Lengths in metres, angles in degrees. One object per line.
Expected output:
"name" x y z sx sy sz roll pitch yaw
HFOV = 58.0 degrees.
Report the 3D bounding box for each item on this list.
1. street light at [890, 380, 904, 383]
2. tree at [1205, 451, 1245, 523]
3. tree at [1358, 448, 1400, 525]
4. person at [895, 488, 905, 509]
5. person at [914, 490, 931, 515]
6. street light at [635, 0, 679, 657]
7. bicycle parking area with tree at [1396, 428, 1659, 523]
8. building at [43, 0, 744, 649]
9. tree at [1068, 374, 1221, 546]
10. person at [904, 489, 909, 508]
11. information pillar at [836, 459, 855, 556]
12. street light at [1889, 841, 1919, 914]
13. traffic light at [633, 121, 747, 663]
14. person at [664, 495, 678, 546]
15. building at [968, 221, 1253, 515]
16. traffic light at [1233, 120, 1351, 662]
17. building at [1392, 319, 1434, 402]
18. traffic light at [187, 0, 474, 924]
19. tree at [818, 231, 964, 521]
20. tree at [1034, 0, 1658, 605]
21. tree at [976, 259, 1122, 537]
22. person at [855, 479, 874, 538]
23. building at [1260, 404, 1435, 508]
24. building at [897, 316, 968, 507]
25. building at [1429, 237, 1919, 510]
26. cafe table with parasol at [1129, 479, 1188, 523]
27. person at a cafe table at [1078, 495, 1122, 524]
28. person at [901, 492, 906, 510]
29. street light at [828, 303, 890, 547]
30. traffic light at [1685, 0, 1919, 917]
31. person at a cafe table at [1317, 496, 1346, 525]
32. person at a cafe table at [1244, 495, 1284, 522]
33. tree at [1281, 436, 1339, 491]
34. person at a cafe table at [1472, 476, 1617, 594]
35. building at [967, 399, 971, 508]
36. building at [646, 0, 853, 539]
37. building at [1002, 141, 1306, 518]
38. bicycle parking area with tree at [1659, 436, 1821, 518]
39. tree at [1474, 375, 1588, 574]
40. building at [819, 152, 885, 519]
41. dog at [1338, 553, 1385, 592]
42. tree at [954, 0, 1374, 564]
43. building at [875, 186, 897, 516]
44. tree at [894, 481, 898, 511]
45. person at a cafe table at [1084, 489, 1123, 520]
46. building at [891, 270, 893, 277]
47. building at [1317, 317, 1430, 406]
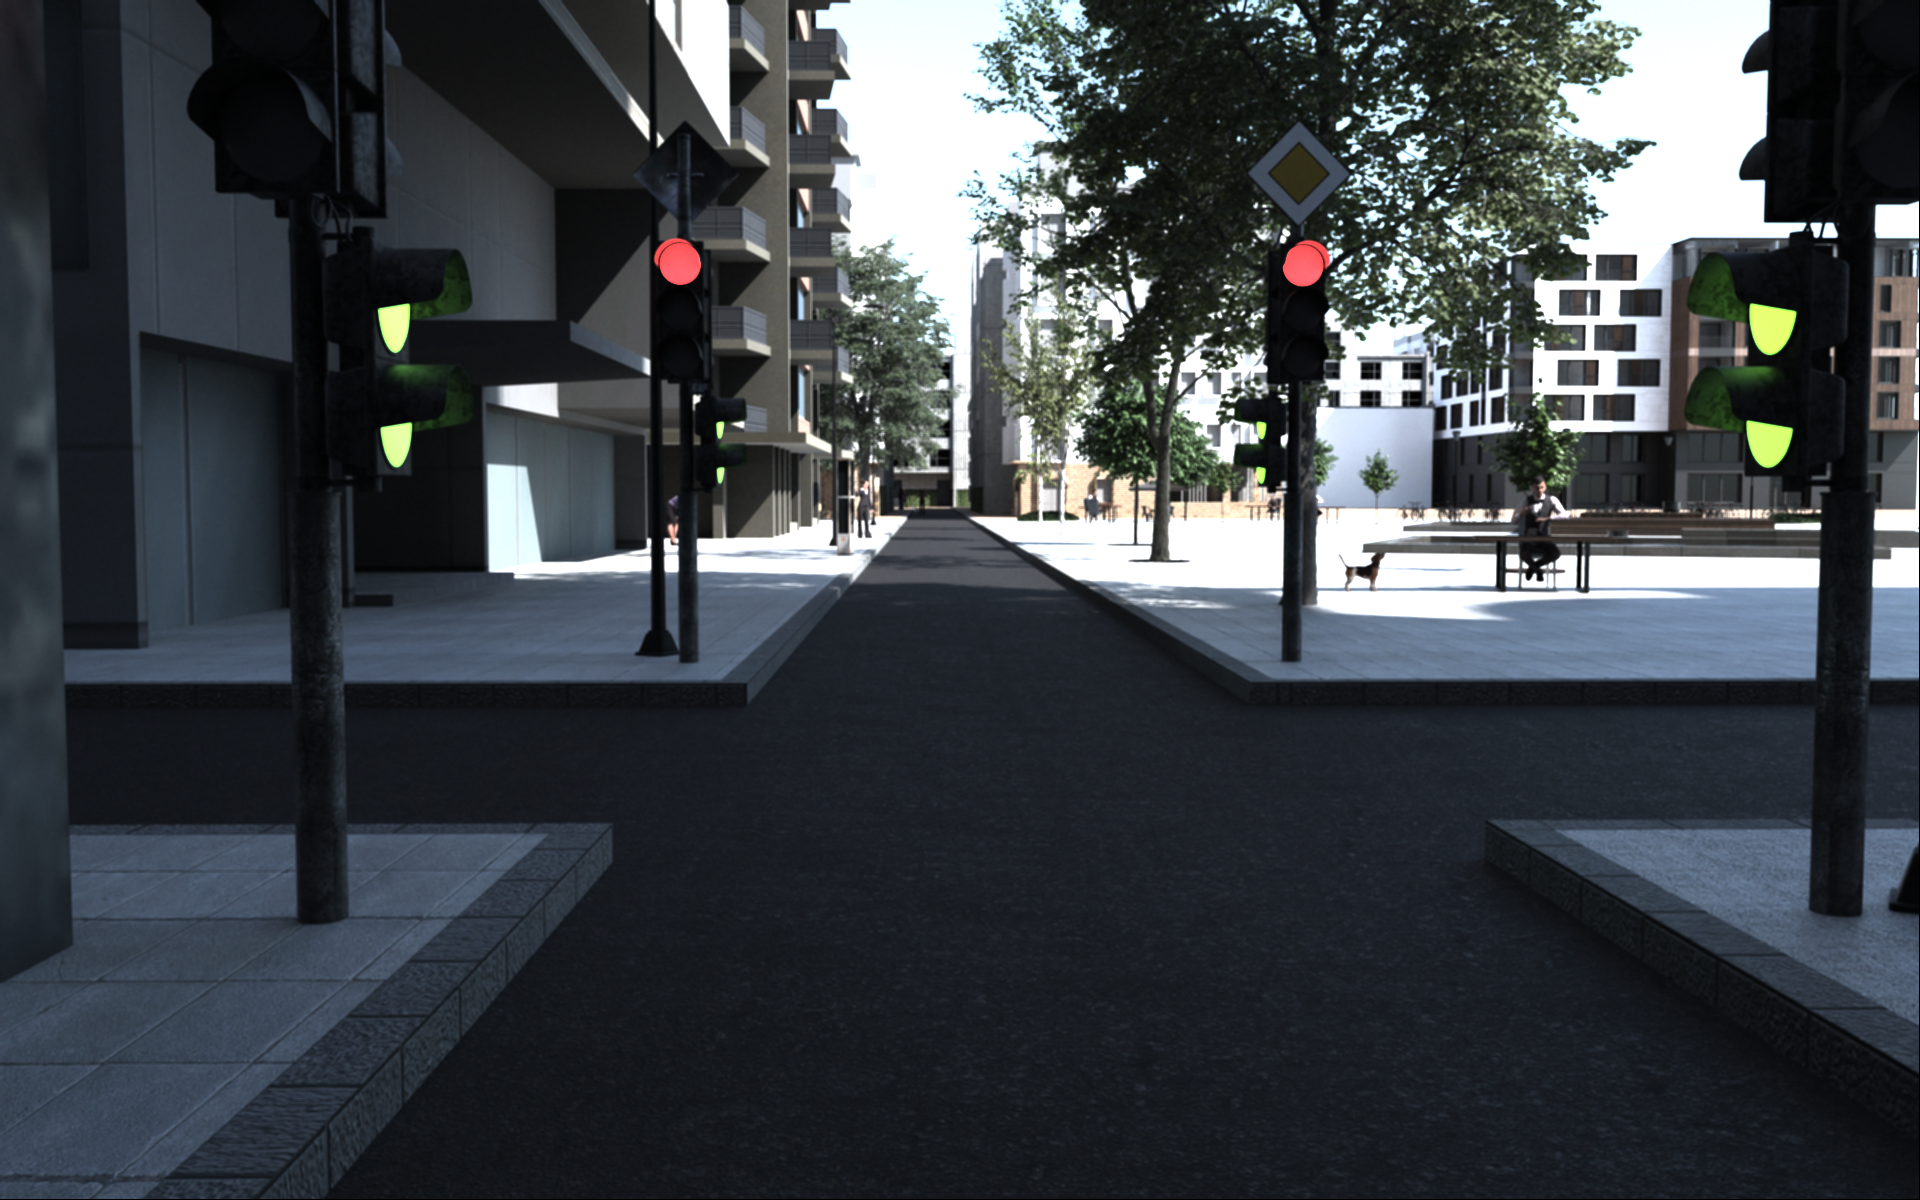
"street light" -2.979 -5.984 70.372 1.470 5.913 1.316 0 4 -1
"tree" 11.869 -5.061 77.349 1.663 3.219 1.824 0 3 0
"tree" 17.676 -4.785 72.830 1.663 3.219 1.824 0 3 0
"person" -4.974 -8.474 144.605 0.705 1.822 1.348 2 4 32
"person" -2.584 -6.693 118.652 1.217 1.743 0.721 -1 4 -12
"street light" -1.867 -2.515 13.668 1.470 5.913 1.316 0 4 -1
"bicycle parking area with tree" 24.555 -5.509 77.077 9.016 4.147 8.231 -2 4 -33
"building" -18.089 -26.637 24.751 28.713 52.752 27.495 0 4 -1
"tree" 4.429 -3.632 43.096 4.285 4.588 4.351 0 3 0
"person" -5.041 -9.209 157.166 0.990 1.755 0.434 1 4 19
"information pillar" -2.387 -1.936 36.151 0.304 2.012 0.304 1 4 15
"street light" 2.506 -1.997 5.195 1.470 5.913 1.316 0 4 -1
"traffic light" -2.051 -1.479 13.097 0.839 4.253 0.868 0 4 -1
"person" -6.995 -2.059 42.941 0.697 1.427 0.421 0 4 8
"building" 9.488 -15.547 120.656 16.747 18.905 31.486 0 4 -1
"traffic light" 2.529 -1.485 13.195 0.839 4.253 0.868 0 4 -1
"building" 52.726 -19.882 181.487 11.380 20.091 16.016 0 4 -1
"traffic light" -1.907 -0.990 5.113 0.839 4.253 0.868 0 4 -1
"tree" -4.692 -10.796 83.173 9.857 13.997 8.962 0 3 0
"tree" 4.339 -6.230 19.995 7.486 12.596 7.792 0 3 0
"tree" 2.900 -6.227 52.181 4.737 8.622 4.395 0 3 0
"person" -2.789 -2.626 49.779 0.445 1.727 0.742 1 4 20
"building" 29.932 -13.389 161.052 28.070 9.664 9.099 0 4 -1
"building" -0.516 -19.226 180.800 31.486 18.905 16.747 0 4 -1
"building" 61.285 -18.830 151.839 32.646 21.610 27.936 0 4 -1
"cafe table with parasol" 8.911 -4.464 77.860 2.610 1.966 2.610 1 4 14
"person at a cafe table" 5.900 -3.875 74.217 1.698 1.238 1.726 1 4 19
"person" -4.535 -7.977 139.688 0.599 1.433 0.991 -1 4 -15
"street light" -2.531 -4.268 42.324 1.470 5.913 1.316 0 4 -1
"traffic light" 2.674 -0.996 5.211 0.839 4.253 0.868 0 4 -1
"person at a cafe table" 15.189 -3.974 73.492 1.698 1.524 1.622 -1 4 -23
"person at a cafe table" 14.498 -4.309 81.312 1.698 1.238 1.726 3 4 37
"tree" 17.359 -6.326 87.147 4.285 4.588 4.351 0 3 0
"person at a cafe table" 7.724 -0.891 23.075 1.698 1.524 1.622 1 4 12
"building" 5.504 -12.780 151.096 9.099 9.664 28.070 0 4 -1
"building" -15.236 -24.865 61.165 22.147 44.769 28.867 0 4 -1
"building" 10.518 -14.824 98.799 16.016 20.091 11.380 0 4 -1
"bicycle parking area with tree" 35.970 -5.906 83.558 9.016 4.147 8.231 -1 4 -10
"tree" 9.406 -2.054 28.182 1.663 3.219 1.824 0 3 0
"building" -12.101 -14.530 93.981 16.016 20.091 11.380 0 4 -1
"dog" 5.290 -0.366 22.818 0.406 0.507 0.540 3 5 44
"tree" 3.721 -6.503 32.083 9.928 11.665 9.643 0 3 0
"building" -13.111 -15.226 115.396 16.747 18.905 31.486 0 4 -1
"tree" -5.571 -8.474 133.144 1.663 3.219 1.824 0 3 0
"person at a cafe table" 6.845 -4.692 85.226 1.622 1.524 1.698 3 5 42
"building" -22.303 -18.753 150.586 32.646 21.610 27.936 0 4 -1
"building" 30.970 -19.242 181.072 31.486 18.905 16.747 0 4 -1
